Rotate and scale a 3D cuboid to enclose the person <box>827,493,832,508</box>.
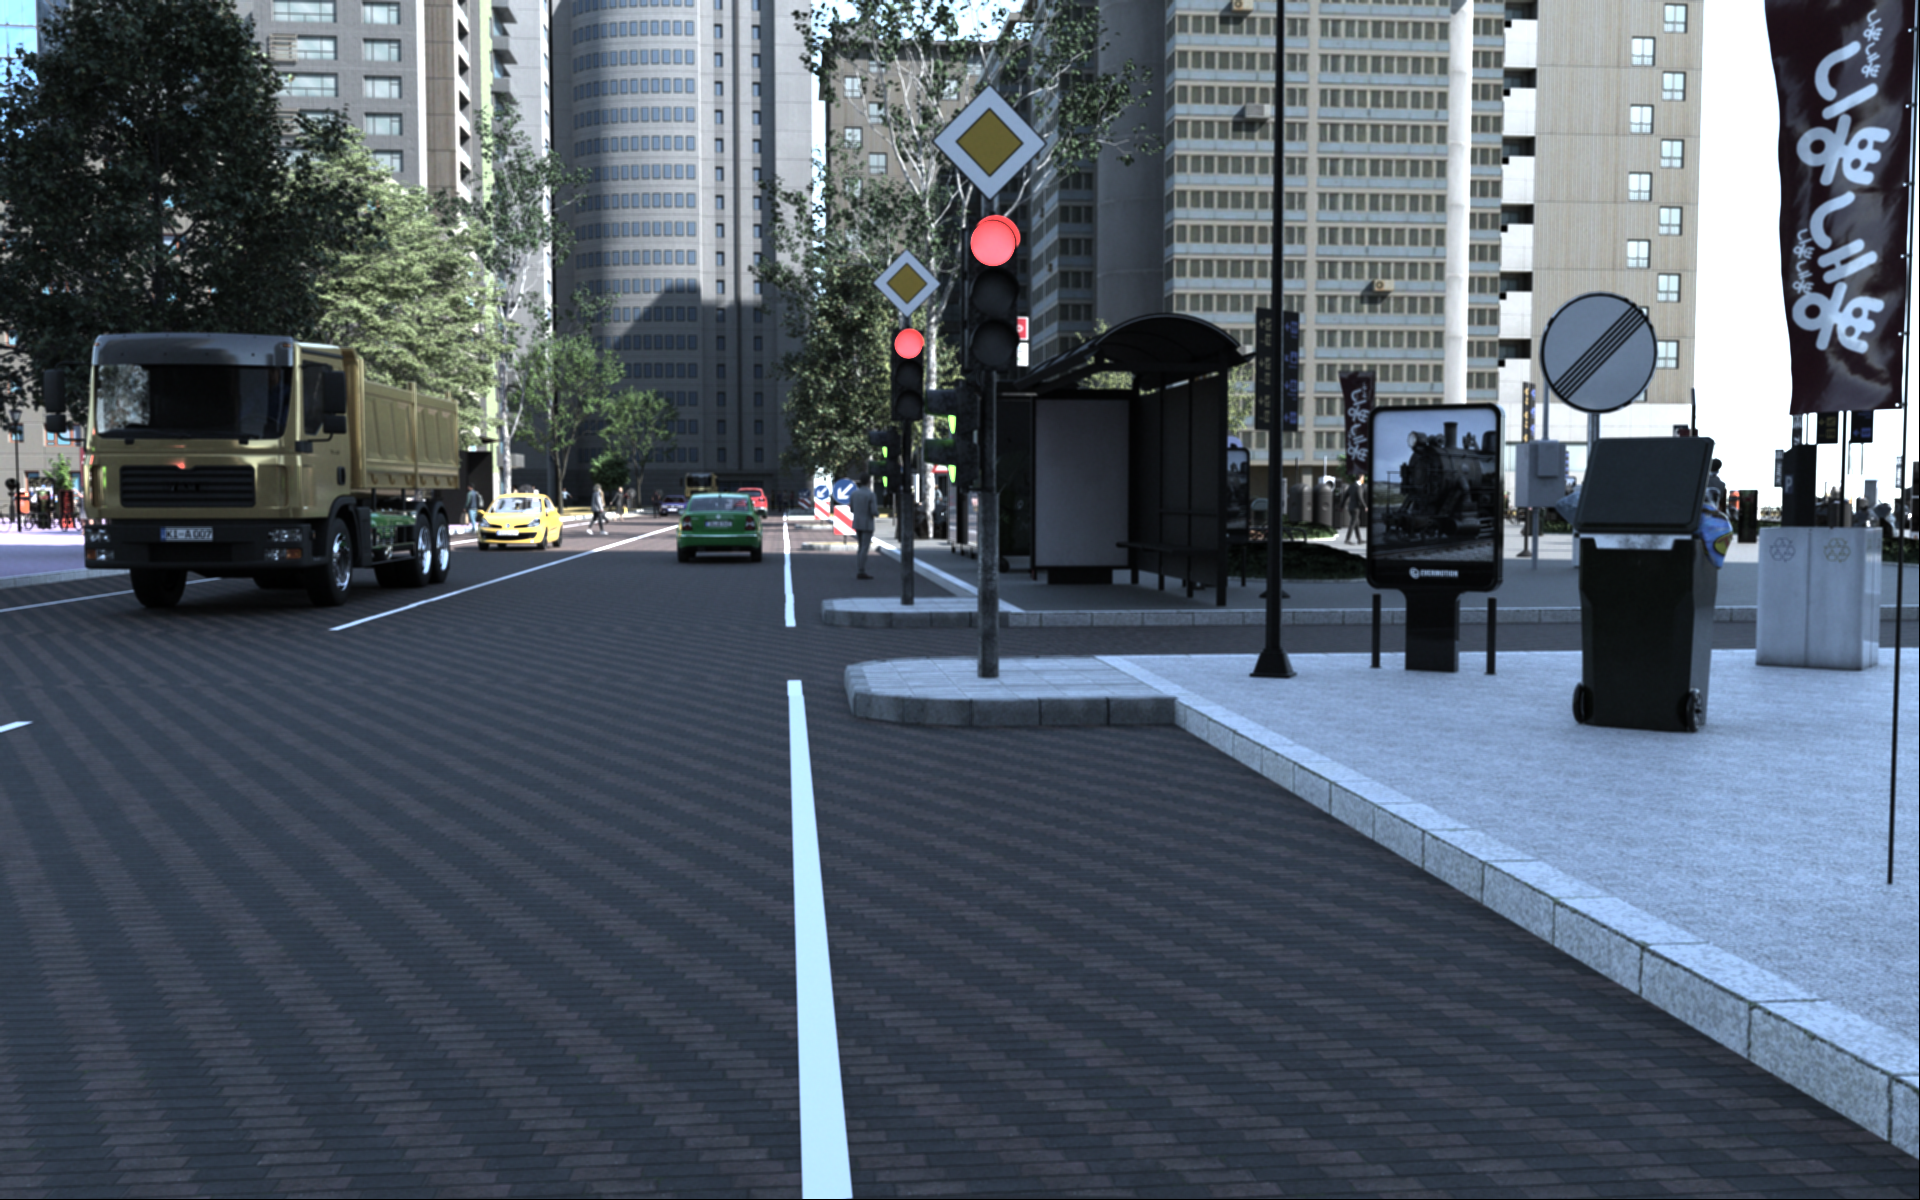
[{"bbox_3d":[-12.172,-9.462,164.012,1.065,1.426,0.557,-3,5,-42],"label":"person"}]

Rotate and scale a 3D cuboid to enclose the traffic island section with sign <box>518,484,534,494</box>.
[{"bbox_3d":[-17.734,-3.804,70.825,1.989,1.847,2.006,0,4,-6],"label":"traffic island section with sign"}]

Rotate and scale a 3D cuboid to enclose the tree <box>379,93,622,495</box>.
[{"bbox_3d":[-23.002,-13.978,84.421,12.611,20.169,13.585,0,3,0],"label":"tree"}]

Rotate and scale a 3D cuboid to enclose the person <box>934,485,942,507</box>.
[{"bbox_3d":[-1.356,-5.639,98.317,0.705,1.814,1.350,-2,4,-31],"label":"person"}]

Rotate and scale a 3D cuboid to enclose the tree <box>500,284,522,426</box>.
[{"bbox_3d":[-20.144,-8.909,63.796,7.486,12.596,7.792,0,3,0],"label":"tree"}]

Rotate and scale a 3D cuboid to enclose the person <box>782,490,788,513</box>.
[{"bbox_3d":[-13.000,-7.288,128.184,0.617,1.759,0.750,-2,4,-31],"label":"person"}]

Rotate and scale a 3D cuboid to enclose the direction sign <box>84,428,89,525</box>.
[{"bbox_3d":[-29.307,-4.048,58.184,0.379,3.537,0.876,-2,4,-33],"label":"direction sign"}]

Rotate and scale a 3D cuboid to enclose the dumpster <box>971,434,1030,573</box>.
[{"bbox_3d":[1.037,-1.618,28.952,1.502,2.255,1.985,0,4,-6],"label":"dumpster"}]

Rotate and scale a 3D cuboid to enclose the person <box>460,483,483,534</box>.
[{"bbox_3d":[-17.515,-3.276,62.051,0.713,1.824,0.794,3,5,44],"label":"person"}]

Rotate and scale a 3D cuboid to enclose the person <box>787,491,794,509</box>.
[{"bbox_3d":[-15.407,-9.095,157.915,0.721,1.743,1.217,1,4,23],"label":"person"}]

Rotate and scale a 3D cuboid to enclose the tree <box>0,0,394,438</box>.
[{"bbox_3d":[-17.043,-7.320,36.684,9.611,12.733,9.660,0,3,0],"label":"tree"}]

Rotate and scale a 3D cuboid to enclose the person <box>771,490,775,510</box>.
[{"bbox_3d":[-16.447,-8.766,151.911,0.705,1.812,1.348,-1,4,-9],"label":"person"}]

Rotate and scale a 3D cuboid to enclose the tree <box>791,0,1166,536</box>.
[{"bbox_3d":[-0.127,-12.066,53.162,12.611,20.169,13.585,0,3,0],"label":"tree"}]

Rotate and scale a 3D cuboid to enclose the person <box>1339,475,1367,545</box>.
[{"bbox_3d":[10.079,-2.331,43.935,0.755,1.850,0.659,-1,4,-18],"label":"person"}]

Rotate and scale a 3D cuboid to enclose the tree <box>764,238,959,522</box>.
[{"bbox_3d":[-4.226,-9.858,78.180,9.611,12.733,9.660,0,3,0],"label":"tree"}]

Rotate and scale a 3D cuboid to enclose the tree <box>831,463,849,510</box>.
[{"bbox_3d":[-11.049,-14.022,155.016,9.928,11.665,9.643,0,3,0],"label":"tree"}]

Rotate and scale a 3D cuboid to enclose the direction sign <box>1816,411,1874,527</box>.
[{"bbox_3d":[13.812,-2.146,27.076,0.379,3.537,0.876,-3,4,-38],"label":"direction sign"}]

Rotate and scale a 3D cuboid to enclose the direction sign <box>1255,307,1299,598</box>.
[{"bbox_3d":[3.908,-1.798,21.393,0.379,3.537,0.876,3,5,45],"label":"direction sign"}]

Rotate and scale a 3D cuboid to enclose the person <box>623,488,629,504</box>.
[{"bbox_3d":[-27.773,-8.489,144.799,0.705,1.831,1.348,2,4,24],"label":"person"}]

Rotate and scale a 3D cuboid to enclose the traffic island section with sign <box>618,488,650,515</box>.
[{"bbox_3d":[-22.774,-6.826,120.227,1.989,1.847,2.006,0,4,-6],"label":"traffic island section with sign"}]

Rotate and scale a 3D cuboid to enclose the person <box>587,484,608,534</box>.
[{"bbox_3d":[-13.025,-3.261,62.007,0.728,1.800,0.709,-2,4,-26],"label":"person"}]

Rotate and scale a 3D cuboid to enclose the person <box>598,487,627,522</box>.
[{"bbox_3d":[-18.047,-4.969,89.953,1.509,1.804,0.699,-1,4,-23],"label":"person"}]

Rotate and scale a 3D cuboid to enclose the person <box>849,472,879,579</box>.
[{"bbox_3d":[-1.560,-1.263,29.348,0.606,1.804,0.583,2,4,34],"label":"person"}]

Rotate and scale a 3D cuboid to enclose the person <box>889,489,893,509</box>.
[{"bbox_3d":[-5.967,-8.878,151.724,0.721,1.766,1.217,1,4,14],"label":"person"}]

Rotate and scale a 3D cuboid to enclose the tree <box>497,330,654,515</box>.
[{"bbox_3d":[-24.954,-11.170,108.385,9.928,11.665,9.643,0,3,0],"label":"tree"}]

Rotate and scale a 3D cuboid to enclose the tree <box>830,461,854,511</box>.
[{"bbox_3d":[-9.413,-10.989,130.029,4.360,8.622,3.978,0,3,0],"label":"tree"}]

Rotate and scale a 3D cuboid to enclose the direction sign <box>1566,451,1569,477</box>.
[{"bbox_3d":[31.652,-6.062,91.103,0.876,3.537,0.379,-2,4,-25],"label":"direction sign"}]

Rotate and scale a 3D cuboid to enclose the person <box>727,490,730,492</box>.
[{"bbox_3d":[-19.389,-8.240,143.951,0.721,1.743,1.217,-3,4,-38],"label":"person"}]

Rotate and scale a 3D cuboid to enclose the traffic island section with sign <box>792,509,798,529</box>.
[{"bbox_3d":[-5.816,-3.844,71.470,1.989,1.847,2.006,0,4,-6],"label":"traffic island section with sign"}]

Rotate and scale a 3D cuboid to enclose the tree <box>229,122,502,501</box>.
[{"bbox_3d":[-19.196,-8.254,53.074,7.486,12.596,7.792,0,3,0],"label":"tree"}]

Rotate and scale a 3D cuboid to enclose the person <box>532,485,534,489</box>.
[{"bbox_3d":[-26.005,-6.077,105.494,1.348,1.812,0.705,3,5,42],"label":"person"}]

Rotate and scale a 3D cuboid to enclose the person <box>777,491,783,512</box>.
[{"bbox_3d":[-14.398,-7.890,138.425,0.541,1.710,0.530,-2,4,-33],"label":"person"}]

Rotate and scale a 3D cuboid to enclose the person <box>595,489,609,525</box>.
[{"bbox_3d":[-16.730,-4.427,80.796,0.656,1.842,0.836,3,5,41],"label":"person"}]

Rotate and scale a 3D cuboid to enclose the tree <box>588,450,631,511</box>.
[{"bbox_3d":[-28.541,-9.616,140.927,4.285,4.588,4.351,0,3,0],"label":"tree"}]

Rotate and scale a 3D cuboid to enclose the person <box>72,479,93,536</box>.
[{"bbox_3d":[-26.883,-2.855,53.080,0.716,1.782,0.532,2,4,35],"label":"person"}]

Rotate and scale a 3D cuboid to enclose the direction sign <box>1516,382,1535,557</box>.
[{"bbox_3d":[11.587,-2.652,35.353,0.379,3.537,0.876,2,4,32],"label":"direction sign"}]

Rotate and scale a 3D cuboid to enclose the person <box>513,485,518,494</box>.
[{"bbox_3d":[-26.248,-5.871,102.038,0.705,1.823,1.348,0,3,0],"label":"person"}]

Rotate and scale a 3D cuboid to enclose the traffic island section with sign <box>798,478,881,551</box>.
[{"bbox_3d":[-3.089,-2.203,44.653,1.989,1.847,2.006,0,4,-6],"label":"traffic island section with sign"}]

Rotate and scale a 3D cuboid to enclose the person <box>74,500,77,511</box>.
[{"bbox_3d":[-35.340,-3.582,68.889,0.475,1.303,0.640,-1,4,-22],"label":"person"}]

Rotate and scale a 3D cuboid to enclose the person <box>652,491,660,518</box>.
[{"bbox_3d":[-18.116,-5.708,103.302,0.415,1.643,0.593,2,4,27],"label":"person"}]

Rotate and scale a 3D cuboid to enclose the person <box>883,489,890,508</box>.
[{"bbox_3d":[-6.930,-9.538,162.723,0.721,1.736,1.217,-2,4,-30],"label":"person"}]

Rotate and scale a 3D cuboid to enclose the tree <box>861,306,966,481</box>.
[{"bbox_3d":[-1.864,-7.010,64.975,4.737,8.622,4.395,0,3,0],"label":"tree"}]

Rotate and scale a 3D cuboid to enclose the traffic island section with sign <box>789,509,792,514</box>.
[{"bbox_3d":[-10.909,-6.899,121.429,1.989,1.847,2.006,0,4,-6],"label":"traffic island section with sign"}]

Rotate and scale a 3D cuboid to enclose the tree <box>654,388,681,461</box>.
[{"bbox_3d":[-30.221,-14.524,163.225,9.928,11.665,9.643,0,3,0],"label":"tree"}]

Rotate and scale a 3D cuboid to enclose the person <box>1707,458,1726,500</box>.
[{"bbox_3d":[10.809,-1.161,25.210,0.592,1.802,0.473,1,4,14],"label":"person"}]

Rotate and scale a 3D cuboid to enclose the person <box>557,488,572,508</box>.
[{"bbox_3d":[-35.647,-9.179,156.107,1.348,1.826,0.705,-2,4,-28],"label":"person"}]

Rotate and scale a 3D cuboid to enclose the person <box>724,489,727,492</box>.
[{"bbox_3d":[-17.966,-7.604,132.836,1.348,1.823,0.705,1,4,15],"label":"person"}]

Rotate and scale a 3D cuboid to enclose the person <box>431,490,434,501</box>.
[{"bbox_3d":[-24.857,-4.645,81.767,0.755,1.850,0.659,-1,4,-19],"label":"person"}]

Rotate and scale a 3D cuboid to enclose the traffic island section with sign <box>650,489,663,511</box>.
[{"bbox_3d":[-25.548,-8.494,147.512,1.989,1.847,2.006,0,4,-6],"label":"traffic island section with sign"}]

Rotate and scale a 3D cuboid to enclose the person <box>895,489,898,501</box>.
[{"bbox_3d":[-6.170,-9.876,167.546,0.705,1.821,1.348,-1,4,-14],"label":"person"}]
